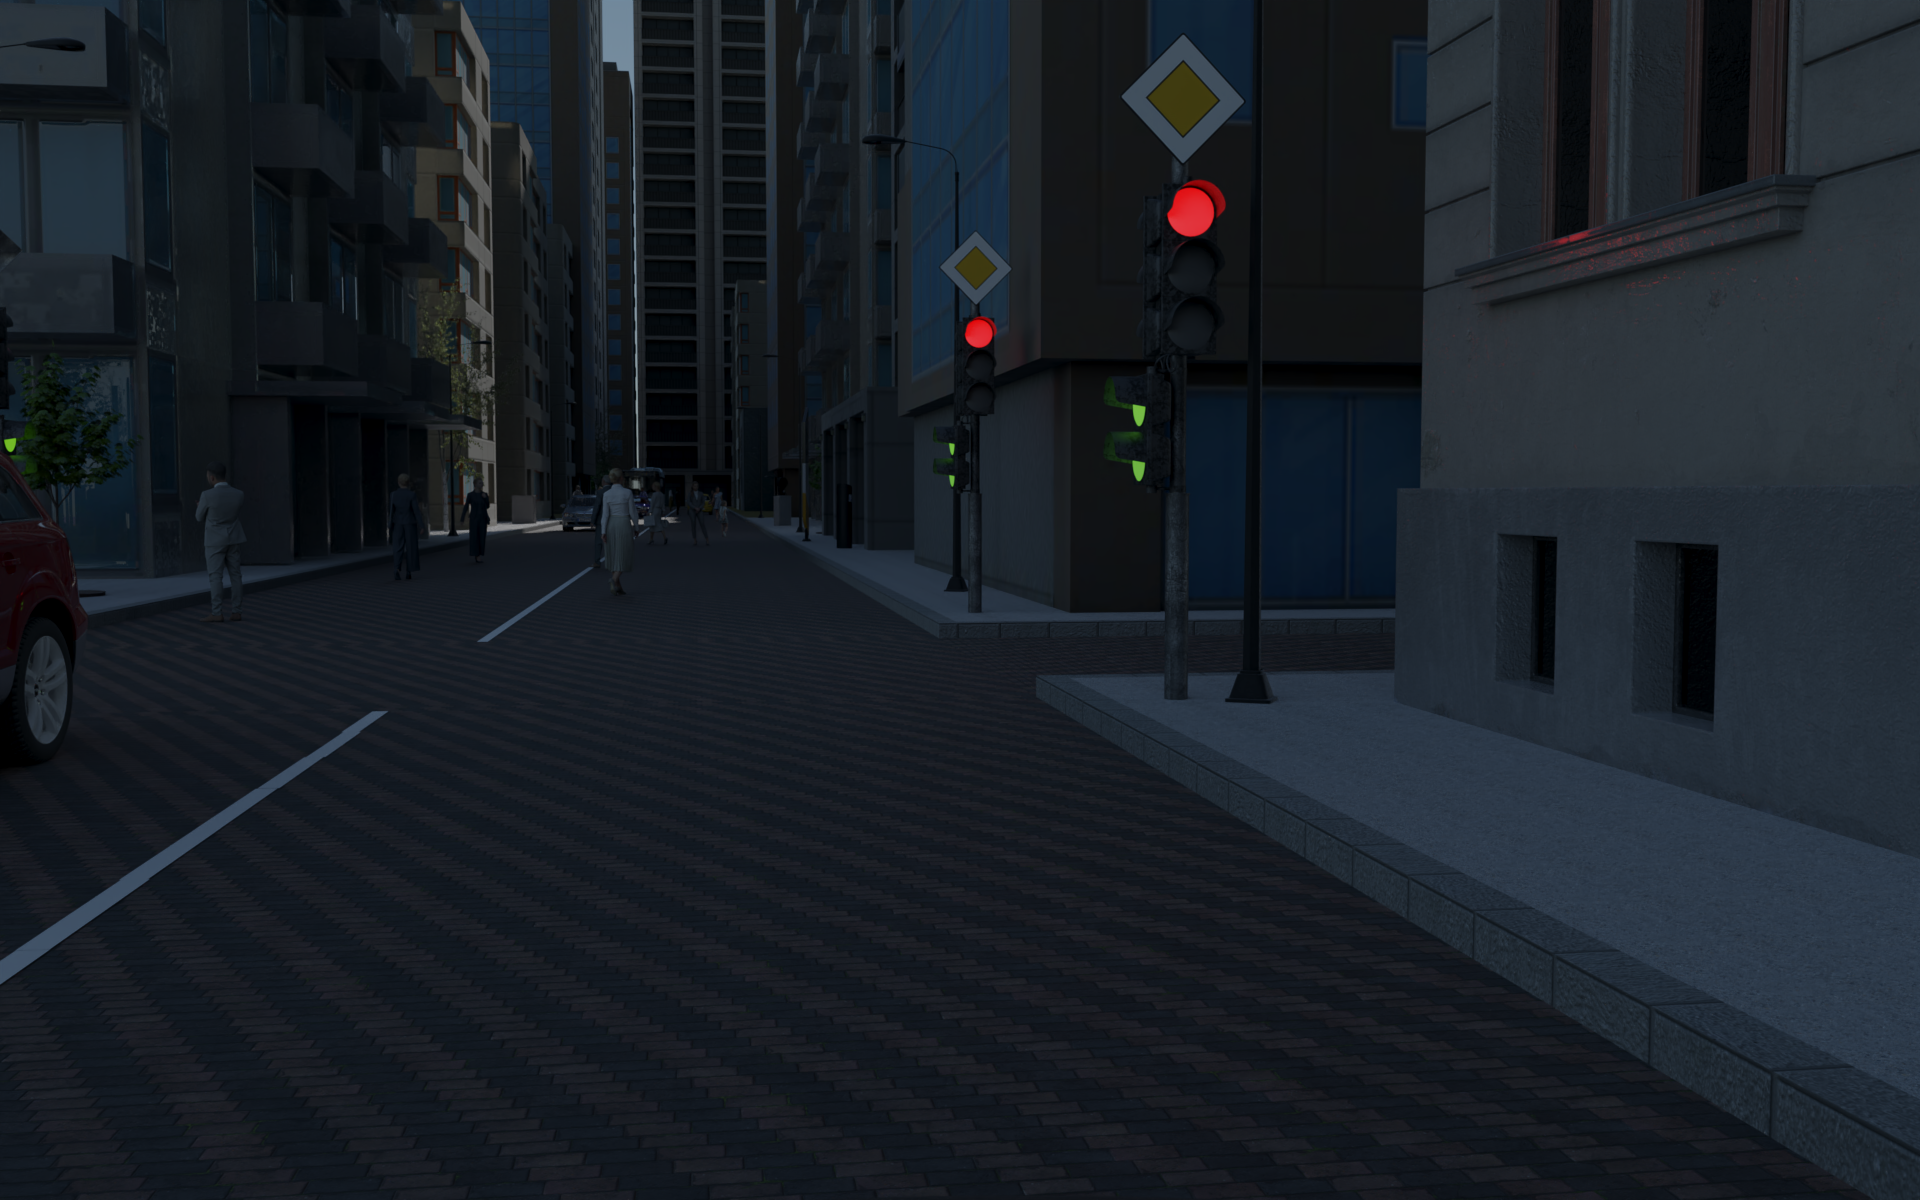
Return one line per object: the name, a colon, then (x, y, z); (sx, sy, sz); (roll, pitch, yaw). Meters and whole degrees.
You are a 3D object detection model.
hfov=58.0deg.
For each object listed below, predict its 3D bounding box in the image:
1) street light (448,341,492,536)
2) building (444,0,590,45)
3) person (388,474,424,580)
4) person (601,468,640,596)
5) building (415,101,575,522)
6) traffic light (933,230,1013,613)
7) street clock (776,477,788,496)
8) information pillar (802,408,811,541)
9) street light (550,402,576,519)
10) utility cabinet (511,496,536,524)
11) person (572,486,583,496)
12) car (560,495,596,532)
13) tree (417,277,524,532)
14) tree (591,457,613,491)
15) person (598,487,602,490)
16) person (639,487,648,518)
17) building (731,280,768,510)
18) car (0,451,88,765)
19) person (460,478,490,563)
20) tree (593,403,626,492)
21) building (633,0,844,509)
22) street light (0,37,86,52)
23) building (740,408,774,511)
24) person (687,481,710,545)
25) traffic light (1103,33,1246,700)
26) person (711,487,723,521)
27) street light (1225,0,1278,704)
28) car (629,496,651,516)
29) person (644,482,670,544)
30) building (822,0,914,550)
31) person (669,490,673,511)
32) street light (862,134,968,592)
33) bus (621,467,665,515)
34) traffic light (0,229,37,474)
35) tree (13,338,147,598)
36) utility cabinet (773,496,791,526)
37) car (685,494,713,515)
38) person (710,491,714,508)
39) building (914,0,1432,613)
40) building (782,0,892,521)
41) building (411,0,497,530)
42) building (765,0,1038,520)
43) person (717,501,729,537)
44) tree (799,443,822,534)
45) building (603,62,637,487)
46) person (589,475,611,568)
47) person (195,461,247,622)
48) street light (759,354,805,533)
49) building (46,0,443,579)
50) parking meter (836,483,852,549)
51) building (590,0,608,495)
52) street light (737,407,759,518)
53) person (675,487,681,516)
street light: (-14.848, -4.887, 52.451); (1.470, 5.913, 1.316); (-1, 4, -9)
building: (-34.069, -29.062, 125.270); (14.600, 45.320, 14.200); (-1, 4, -9)
person: (-9.261, -1.224, 28.940); (0.576, 1.772, 0.534); (-1, 4, -20)
person: (-4.830, -0.961, 24.445); (0.478, 1.798, 0.641); (1, 4, 16)
building: (-38.258, -15.815, 103.615); (27.650, 21.520, 28.899); (-1, 4, -9)
traffic light: (0.143, -1.817, 18.633); (0.839, 4.253, 0.868); (-1, 4, -9)
street clock: (-7.556, -4.223, 73.609); (0.471, 2.002, 0.358); (-3, 5, -40)
information pillar: (-4.170, -3.392, 46.815); (0.183, 3.616, 0.504); (0, 4, 5)
street light: (-20.058, -7.030, 87.487); (1.470, 5.913, 1.316); (-1, 4, -9)
utility cabinet: (-18.984, -3.930, 75.424); (1.020, 1.237, 0.306); (1, 4, 11)
person: (-18.432, -4.590, 83.653); (0.679, 1.850, 0.850); (2, 4, 24)
car: (-14.593, -3.418, 67.881); (2.014, 1.417, 4.499); (-1, 4, -9)
tree: (-17.145, -6.598, 58.233); (4.360, 8.622, 3.978); (0, 3, 0)
tree: (-30.014, -9.725, 142.717); (4.285, 4.588, 4.351); (0, 3, 0)
person: (-18.731, -4.999, 90.465); (0.641, 1.798, 0.478); (-2, 4, -23)
person: (-19.268, -5.897, 104.778); (0.709, 1.838, 0.599); (2, 4, 33)
building: (-6.416, -19.029, 156.168); (27.650, 21.520, 28.899); (-1, 4, -9)
car: (-5.678, 0.064, 7.633); (2.281, 1.827, 5.304); (0, 4, -7)
person: (-10.136, -1.674, 36.284); (0.534, 1.772, 0.576); (3, 4, 37)
tree: (-28.732, -11.465, 137.820); (4.360, 8.622, 3.978); (0, 3, 0)
building: (-23.963, -45.670, 184.951); (20.611, 71.187, 20.563); (-1, 4, -9)
street light: (-9.599, -2.762, 17.706); (1.470, 5.913, 1.316); (-1, 4, -9)
building: (-4.331, -49.588, 123.432); (22.319, 86.520, 31.000); (-1, 4, -9)
person: (-7.329, -2.429, 48.493); (0.520, 1.790, 0.573); (-2, 4, -35)
traffic light: (1.334, -1.334, 10.737); (0.839, 4.253, 0.868); (-1, 4, -9)
person: (-12.679, -5.009, 90.487); (0.616, 1.811, 0.778); (0, 4, 3)
street light: (1.273, -2.321, 10.496); (1.470, 5.913, 1.316); (-1, 4, -9)
car: (-18.594, -5.312, 99.425); (1.945, 1.354, 3.894); (0, 4, -7)
person: (-8.612, -2.469, 49.226); (0.624, 1.780, 0.694); (3, 5, 40)
building: (7.300, -37.011, 43.389); (20.563, 71.187, 20.611); (-1, 4, -9)
person: (-23.732, -8.163, 142.692); (0.721, 1.736, 1.217); (-1, 4, -10)
street light: (-0.576, -3.062, 22.609); (1.470, 5.913, 1.316); (-1, 4, -9)
bus: (-21.408, -7.476, 117.090); (2.948, 3.499, 13.247); (0, 4, -8)
traffic light: (-9.655, -1.726, 17.144); (0.839, 4.253, 0.868); (-1, 4, -9)
tree: (-11.309, -1.646, 21.513); (1.663, 3.219, 1.824); (0, 3, 0)
utility cabinet: (-7.231, -3.629, 70.503); (0.306, 1.237, 1.020); (1, 4, 22)
car: (-17.974, -6.694, 119.667); (2.015, 1.641, 3.980); (-1, 4, -10)
person: (-23.866, -9.629, 166.481); (0.434, 1.755, 0.990); (1, 4, 18)
building: (6.836, -22.914, 24.749); (14.200, 45.320, 14.600); (-1, 4, -9)
building: (4.243, -28.003, 77.453); (23.786, 49.044, 30.456); (-1, 4, -9)
building: (-33.306, -13.961, 73.299); (27.650, 21.520, 28.899); (-1, 4, -9)
building: (-4.131, -27.589, 101.193); (14.600, 45.320, 14.200); (-1, 4, -9)
person: (-7.950, -2.706, 57.758); (0.505, 1.210, 0.382); (2, 4, 31)
tree: (-4.151, -3.764, 56.144); (1.663, 3.219, 1.824); (0, 3, 0)
building: (-40.986, -32.366, 179.301); (14.200, 45.320, 14.600); (-1, 4, -9)
person: (-6.949, -1.535, 33.769); (0.590, 1.801, 0.661); (3, 5, 43)
person: (-8.355, -0.663, 19.524); (0.466, 1.800, 0.511); (1, 4, 23)
street light: (-5.858, -5.203, 57.611); (1.470, 5.913, 1.316); (-1, 4, -9)
building: (-23.546, -25.461, 35.894); (23.786, 49.044, 30.456); (-1, 4, -9)
parking meter: (-2.733, -1.988, 40.917); (0.372, 1.533, 0.369); (0, 3, 0)
building: (-42.595, -43.773, 153.936); (20.611, 71.187, 20.563); (-1, 4, -9)
street light: (-11.163, -7.322, 92.252); (1.470, 5.913, 1.316); (-1, 4, -9)
person: (-18.378, -6.420, 113.098); (0.705, 1.869, 1.348); (0, 4, -5)
